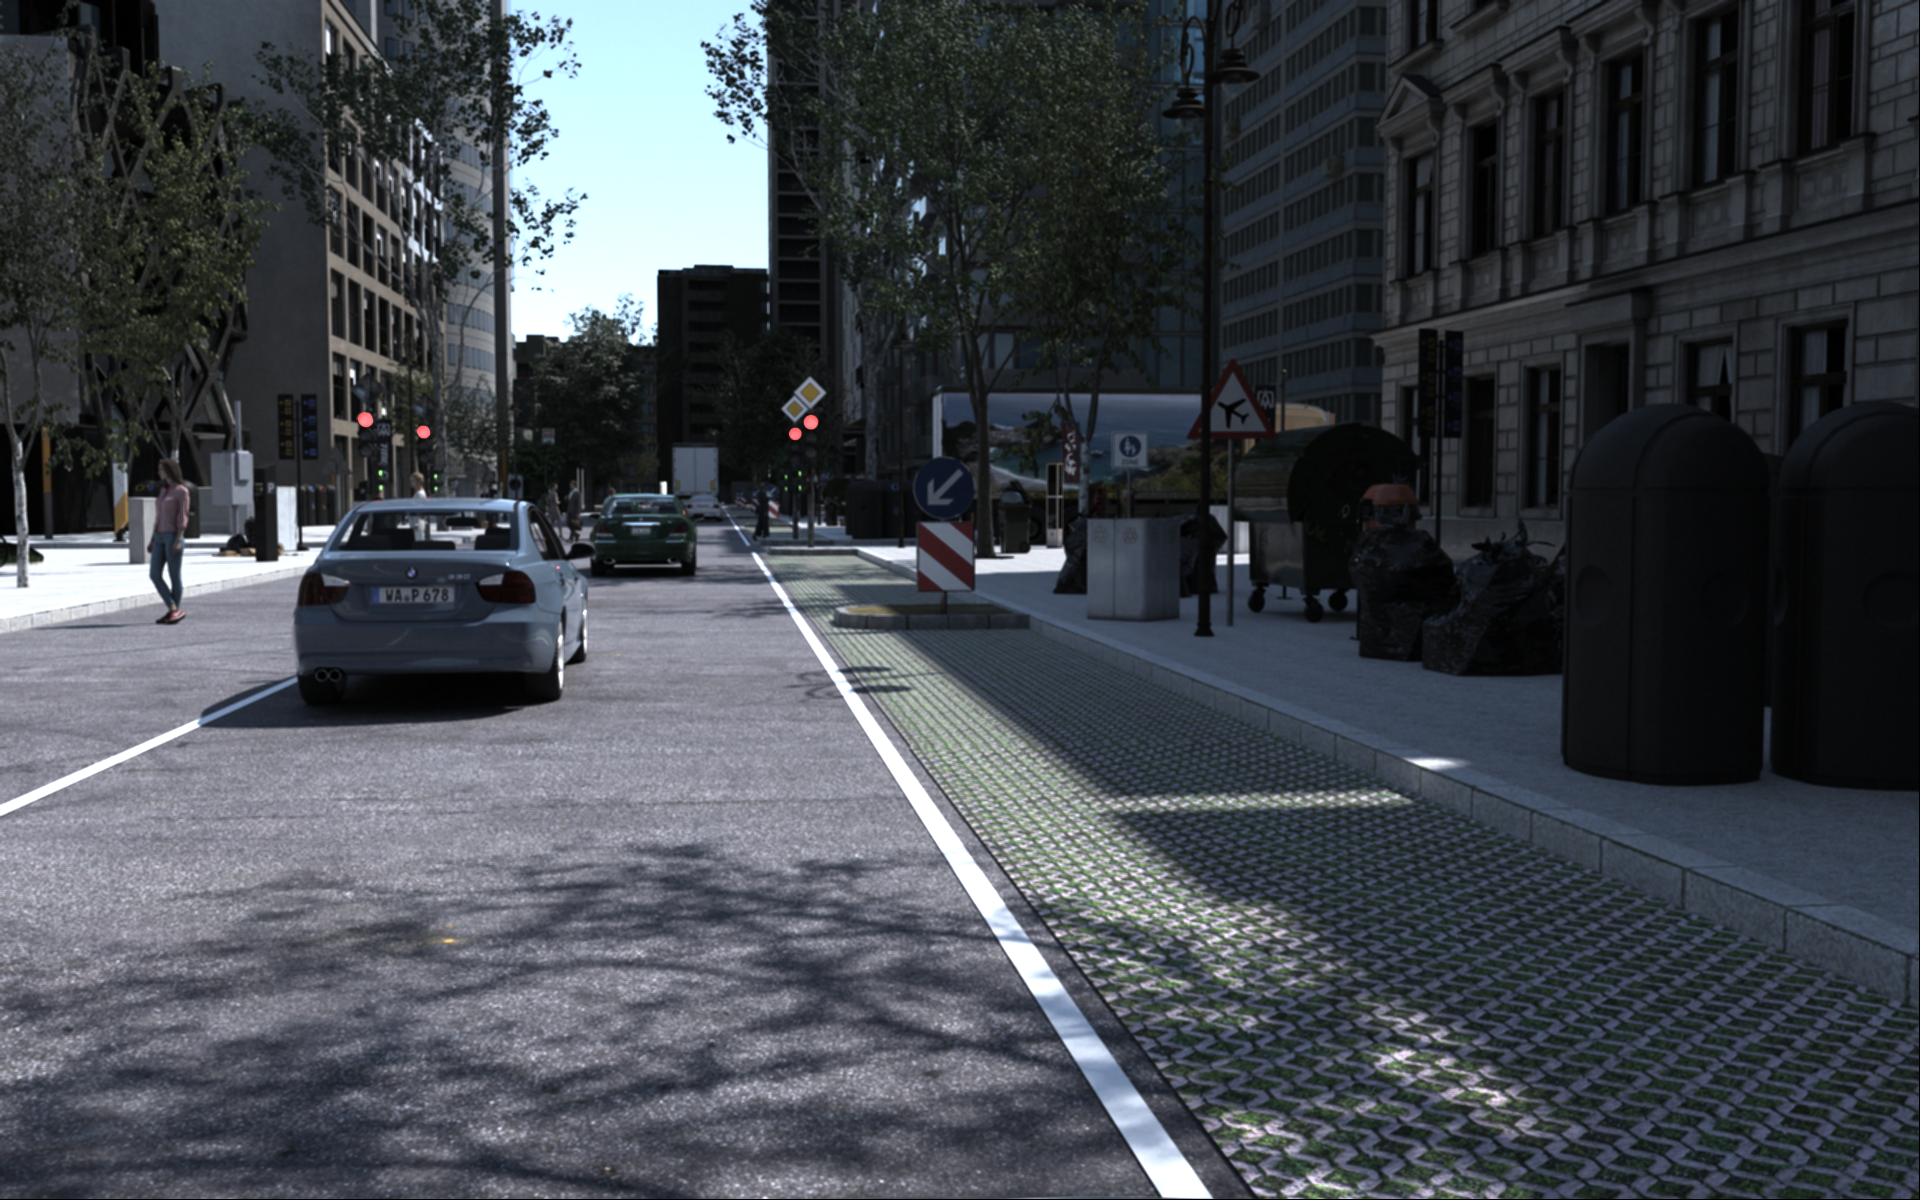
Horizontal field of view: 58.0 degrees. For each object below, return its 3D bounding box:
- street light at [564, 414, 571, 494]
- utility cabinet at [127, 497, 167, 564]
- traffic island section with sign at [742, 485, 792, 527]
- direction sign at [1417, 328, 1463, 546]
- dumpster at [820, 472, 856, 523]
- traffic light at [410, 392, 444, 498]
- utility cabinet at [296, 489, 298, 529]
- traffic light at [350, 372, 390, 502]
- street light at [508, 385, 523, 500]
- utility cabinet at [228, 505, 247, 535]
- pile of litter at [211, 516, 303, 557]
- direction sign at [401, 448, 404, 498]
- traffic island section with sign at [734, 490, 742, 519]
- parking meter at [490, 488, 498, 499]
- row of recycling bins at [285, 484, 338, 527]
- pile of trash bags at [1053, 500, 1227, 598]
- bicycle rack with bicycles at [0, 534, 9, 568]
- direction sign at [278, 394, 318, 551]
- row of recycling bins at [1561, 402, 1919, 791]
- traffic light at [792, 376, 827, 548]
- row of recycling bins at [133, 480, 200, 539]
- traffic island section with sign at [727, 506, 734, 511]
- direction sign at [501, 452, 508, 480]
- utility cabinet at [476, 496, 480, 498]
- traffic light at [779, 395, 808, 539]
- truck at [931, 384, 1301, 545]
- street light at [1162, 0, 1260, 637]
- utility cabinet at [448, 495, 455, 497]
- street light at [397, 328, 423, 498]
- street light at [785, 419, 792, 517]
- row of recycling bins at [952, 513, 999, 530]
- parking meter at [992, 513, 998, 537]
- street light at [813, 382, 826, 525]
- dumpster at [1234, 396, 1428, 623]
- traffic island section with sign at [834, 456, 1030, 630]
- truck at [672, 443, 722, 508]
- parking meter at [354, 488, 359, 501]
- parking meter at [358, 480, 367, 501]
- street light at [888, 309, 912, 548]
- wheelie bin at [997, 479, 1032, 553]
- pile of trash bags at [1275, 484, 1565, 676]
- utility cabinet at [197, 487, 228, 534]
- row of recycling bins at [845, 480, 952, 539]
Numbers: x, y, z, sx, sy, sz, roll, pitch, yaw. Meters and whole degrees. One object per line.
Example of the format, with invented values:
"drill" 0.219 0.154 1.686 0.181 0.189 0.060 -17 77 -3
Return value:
"street light" -22.601 -7.771 99.840 0.468 5.910 1.993 0 4 -8
"utility cabinet" -15.041 -1.281 32.111 0.306 1.237 1.020 0 4 -1
"traffic island section with sign" -8.294 -4.049 74.836 1.989 1.847 2.006 0 4 -8
"direction sign" 6.637 -1.956 23.985 0.876 3.537 0.379 -2 4 -34
"dumpster" -5.405 -4.551 76.897 1.502 2.255 1.985 0 4 -8
"traffic light" -14.716 -3.601 47.797 0.839 4.253 0.868 0 4 -8
"utility cabinet" -24.042 -3.274 62.210 0.318 1.500 1.173 -2 4 -29
"traffic light" -13.594 -3.117 39.891 0.839 4.253 0.868 0 4 -8
"street light" -18.896 -6.172 73.694 0.468 5.910 1.993 0 4 -8
"utility cabinet" -22.299 -2.625 54.074 1.020 1.237 0.306 -2 4 -27
"pile of litter" -14.594 -1.348 36.003 1.719 0.858 1.176 -1 4 -9
"direction sign" -27.469 -5.708 85.325 0.379 3.537 0.876 -1 4 -12
"traffic island section with sign" -12.080 -5.682 101.525 1.989 1.847 2.006 0 4 -8
"parking meter" -20.584 -4.160 76.431 0.372 1.533 0.369 0 3 0
"row of recycling bins" -26.086 -3.817 69.520 1.069 1.692 3.534 0 4 6
"pile of trash bags" 2.806 -0.748 21.987 3.447 1.369 1.912 3 5 44
"bicycle rack with bicycles" -17.157 -0.926 28.530 2.852 0.926 2.925 2 4 31
"direction sign" -15.013 -2.895 39.333 0.876 3.537 0.379 0 4 0
"row of recycling bins" 4.590 -0.043 7.809 3.534 1.692 1.069 0 4 5
"traffic light" -3.585 -3.205 41.322 0.839 4.253 0.868 0 4 -8
"row of recycling bins" -23.300 -2.678 50.898 1.069 1.692 3.534 -3 5 -43
"traffic island section with sign" -19.019 -8.673 150.434 1.989 1.847 2.006 0 4 -8
"direction sign" -24.789 -6.262 94.382 0.379 3.537 0.876 0 4 6
"utility cabinet" -20.551 -3.809 73.446 0.306 1.237 1.020 -2 4 -25
"traffic light" -4.707 -3.689 49.228 0.839 4.253 0.868 0 4 -8
"truck" 4.957 -3.498 46.108 11.283 4.237 2.839 0 4 -7
"street light" 2.208 -2.612 15.490 0.468 5.910 1.993 0 4 -8
"utility cabinet" -33.313 -6.260 113.507 1.020 1.237 0.306 0 4 6
"street light" -15.297 -4.619 48.307 0.468 5.910 1.993 0 4 -8
"street light" -9.525 -7.605 97.126 0.468 5.910 1.993 0 4 -8
"row of recycling bins" -0.006 -3.341 61.735 3.534 1.692 1.069 -2 4 -23
"parking meter" 0.978 -2.800 51.495 0.399 1.863 0.255 0 4 1
"street light" -5.814 -6.033 71.431 0.468 5.910 1.993 0 4 -8
"dumpster" 3.822 -0.950 18.028 1.502 2.255 1.985 0 4 -8
"traffic island section with sign" -0.373 -0.639 19.078 1.989 1.847 2.006 0 4 -8
"truck" -15.325 -6.855 100.987 2.839 4.237 11.283 0 4 -7
"parking meter" -26.268 -4.115 75.685 0.372 1.533 0.369 0 3 0
"parking meter" -25.100 -4.111 72.933 0.399 1.863 0.255 0 4 2
"street light" -1.402 -4.188 41.264 0.468 5.910 1.993 0 4 -8
"wheelie bin" 1.177 -1.818 37.633 0.693 1.594 0.980 -1 4 -12
"pile of trash bags" 4.013 -0.254 13.900 1.912 1.369 3.447 -1 4 -11
"utility cabinet" -23.900 -2.853 55.317 1.173 1.500 0.318 -2 4 -26
"row of recycling bins" -1.835 -2.642 50.313 1.069 1.692 3.534 3 5 39
